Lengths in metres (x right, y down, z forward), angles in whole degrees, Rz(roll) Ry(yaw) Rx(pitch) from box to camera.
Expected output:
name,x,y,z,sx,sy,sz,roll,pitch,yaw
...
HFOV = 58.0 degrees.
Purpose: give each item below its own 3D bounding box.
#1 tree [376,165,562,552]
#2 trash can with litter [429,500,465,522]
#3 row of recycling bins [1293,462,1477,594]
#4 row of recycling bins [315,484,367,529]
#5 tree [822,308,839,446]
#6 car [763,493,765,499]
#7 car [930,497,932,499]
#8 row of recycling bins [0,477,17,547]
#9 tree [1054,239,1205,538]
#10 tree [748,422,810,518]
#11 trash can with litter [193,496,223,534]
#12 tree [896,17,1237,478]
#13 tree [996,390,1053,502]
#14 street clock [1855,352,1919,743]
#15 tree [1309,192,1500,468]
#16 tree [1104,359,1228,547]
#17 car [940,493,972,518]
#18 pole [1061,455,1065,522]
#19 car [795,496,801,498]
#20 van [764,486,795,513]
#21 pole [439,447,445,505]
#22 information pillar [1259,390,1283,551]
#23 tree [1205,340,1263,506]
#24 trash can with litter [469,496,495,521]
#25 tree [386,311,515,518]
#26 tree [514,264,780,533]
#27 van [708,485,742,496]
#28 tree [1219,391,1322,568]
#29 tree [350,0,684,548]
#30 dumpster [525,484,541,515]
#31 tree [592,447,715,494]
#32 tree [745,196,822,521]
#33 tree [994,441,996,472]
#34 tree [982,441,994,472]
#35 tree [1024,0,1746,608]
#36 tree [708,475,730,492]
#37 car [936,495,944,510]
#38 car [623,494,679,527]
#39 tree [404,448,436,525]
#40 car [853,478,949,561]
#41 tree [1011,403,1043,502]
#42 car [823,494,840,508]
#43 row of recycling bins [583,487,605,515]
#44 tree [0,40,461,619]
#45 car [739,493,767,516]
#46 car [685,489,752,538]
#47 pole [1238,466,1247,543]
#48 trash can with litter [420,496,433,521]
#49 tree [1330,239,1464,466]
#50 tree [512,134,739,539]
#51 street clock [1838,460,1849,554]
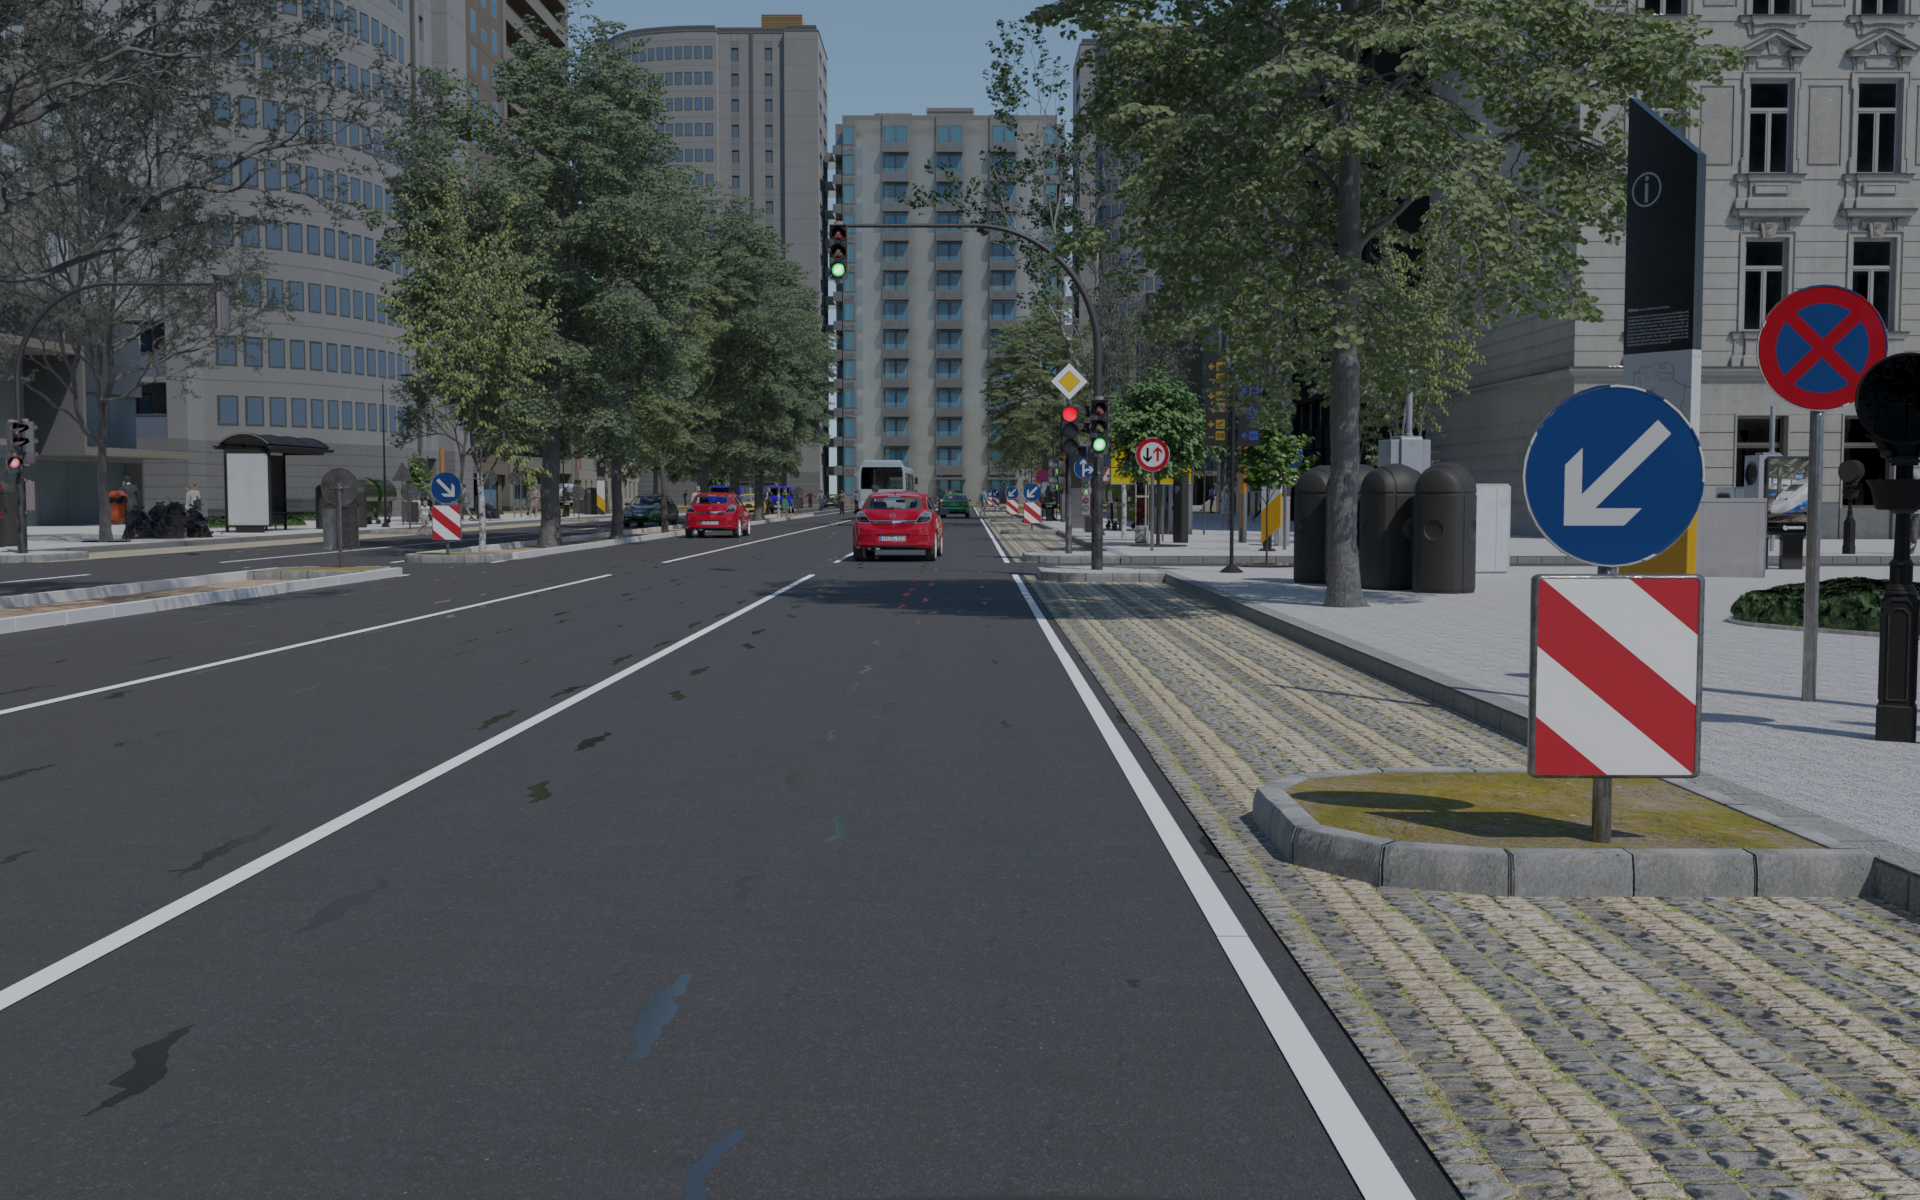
name,x,y,z,sx,sy,sz,roll,pitch,yaw
tree,-10.625,-5.222,38.203,4.737,8.622,4.395,0,3,0
trash can with litter,-23.716,-4.143,78.788,1.678,1.210,2.233,-3,4,-36
row of recycling bins,5.765,-1.021,23.809,1.069,1.692,3.534,-1,4,-23
row of recycling bins,-23.226,-3.536,64.926,1.069,1.692,3.534,0,4,2
tree,-10.694,-10.535,81.364,9.857,13.997,8.962,0,3,0
car,-19.609,-9.994,172.996,1.945,1.707,3.694,0,4,-1
car,-4.082,-10.576,184.718,2.131,1.459,4.920,0,4,0
row of recycling bins,-23.337,-2.081,41.133,1.069,1.692,3.534,-1,4,-10
tree,4.768,-6.086,49.864,4.360,8.622,3.978,0,3,0
tree,-10.372,-8.929,98.816,4.360,8.622,3.978,0,3,0
trash can with litter,-24.374,-2.696,55.136,1.678,1.210,2.233,-2,4,-25
tree,4.107,-13.128,70.526,12.611,20.169,13.585,0,3,0
tree,5.546,-10.149,116.304,4.360,8.622,3.978,0,3,0
street clock,4.884,-0.270,8.979,0.471,2.002,0.358,2,4,30
tree,11.292,-5.676,43.163,4.737,8.622,4.395,0,3,0
tree,4.790,-3.594,42.478,4.285,4.588,4.351,0,3,0
car,-0.276,-5.996,106.825,1.959,1.807,4.718,0,4,2
pole,4.647,-5.159,78.200,0.158,3.312,0.155,0,3,0
car,-17.198,-10.170,178.287,2.014,1.417,4.499,0,4,0
van,-13.507,-7.711,130.456,2.240,2.365,5.245,0,4,-1
pole,-22.647,-5.011,75.770,0.158,3.312,0.155,0,3,0
information pillar,6.968,-2.899,38.746,0.504,3.616,0.183,3,4,38
tree,12.415,-7.987,80.957,4.360,8.622,3.978,0,3,0
trash can with litter,-22.937,-4.394,82.895,1.678,1.210,2.233,-1,4,-12
tree,-23.011,-8.917,80.198,7.601,10.594,8.767,1,4,13
tree,-10.571,-7.671,62.286,8.767,10.594,7.601,0,4,0
van,-16.446,-7.123,120.843,2.240,2.365,5.245,0,4,1
tree,5.413,-2.187,30.365,1.663,3.219,1.824,0,3,0
tree,-10.848,-8.337,45.424,9.857,13.997,8.962,0,3,0
dumpster,-25.475,-6.052,104.702,1.264,1.857,1.865,0,4,0
tree,-23.010,-13.104,131.259,9.611,12.733,9.660,0,3,0
tree,-10.722,-9.927,71.426,9.857,13.997,8.962,0,3,0
tree,5.800,-12.664,157.414,4.360,8.622,3.978,0,3,0
tree,4.682,-13.985,179.015,4.360,8.622,3.978,0,3,0
tree,4.352,-6.166,18.941,7.486,12.596,7.792,0,3,0
tree,-22.948,-10.813,160.501,4.285,4.588,4.351,0,3,0
car,-1.008,-8.126,145.439,1.945,1.354,3.894,0,4,-1
car,-13.671,-3.970,76.711,2.131,1.459,4.920,0,4,1
tree,-22.939,-4.785,72.831,1.663,3.219,1.824,0,3,0
car,-1.338,-1.798,38.431,2.155,1.783,4.494,0,4,2
tree,5.470,-11.263,134.511,4.737,8.622,4.395,0,3,0
car,-13.381,-10.466,180.907,2.009,1.686,4.222,0,4,1
row of recycling bins,-23.101,-6.239,109.126,1.069,1.692,3.534,0,4,-3
tree,-10.901,-6.444,18.184,12.009,13.543,11.850,0,3,0
car,-13.079,-5.953,107.557,2.015,1.641,3.980,0,4,2
car,-8.084,-2.994,57.999,2.155,1.783,4.494,0,4,-1
pole,7.423,-3.154,45.408,0.158,3.312,0.155,0,3,0
trash can with litter,-25.252,-4.355,82.585,0.624,1.170,1.055,3,5,43
tree,12.651,-6.072,49.639,4.360,8.622,3.978,0,3,0
tree,-10.910,-8.196,54.586,7.486,12.596,7.792,0,3,0
street clock,19.007,-1.982,36.980,0.358,2.002,0.471,-2,4,-26
